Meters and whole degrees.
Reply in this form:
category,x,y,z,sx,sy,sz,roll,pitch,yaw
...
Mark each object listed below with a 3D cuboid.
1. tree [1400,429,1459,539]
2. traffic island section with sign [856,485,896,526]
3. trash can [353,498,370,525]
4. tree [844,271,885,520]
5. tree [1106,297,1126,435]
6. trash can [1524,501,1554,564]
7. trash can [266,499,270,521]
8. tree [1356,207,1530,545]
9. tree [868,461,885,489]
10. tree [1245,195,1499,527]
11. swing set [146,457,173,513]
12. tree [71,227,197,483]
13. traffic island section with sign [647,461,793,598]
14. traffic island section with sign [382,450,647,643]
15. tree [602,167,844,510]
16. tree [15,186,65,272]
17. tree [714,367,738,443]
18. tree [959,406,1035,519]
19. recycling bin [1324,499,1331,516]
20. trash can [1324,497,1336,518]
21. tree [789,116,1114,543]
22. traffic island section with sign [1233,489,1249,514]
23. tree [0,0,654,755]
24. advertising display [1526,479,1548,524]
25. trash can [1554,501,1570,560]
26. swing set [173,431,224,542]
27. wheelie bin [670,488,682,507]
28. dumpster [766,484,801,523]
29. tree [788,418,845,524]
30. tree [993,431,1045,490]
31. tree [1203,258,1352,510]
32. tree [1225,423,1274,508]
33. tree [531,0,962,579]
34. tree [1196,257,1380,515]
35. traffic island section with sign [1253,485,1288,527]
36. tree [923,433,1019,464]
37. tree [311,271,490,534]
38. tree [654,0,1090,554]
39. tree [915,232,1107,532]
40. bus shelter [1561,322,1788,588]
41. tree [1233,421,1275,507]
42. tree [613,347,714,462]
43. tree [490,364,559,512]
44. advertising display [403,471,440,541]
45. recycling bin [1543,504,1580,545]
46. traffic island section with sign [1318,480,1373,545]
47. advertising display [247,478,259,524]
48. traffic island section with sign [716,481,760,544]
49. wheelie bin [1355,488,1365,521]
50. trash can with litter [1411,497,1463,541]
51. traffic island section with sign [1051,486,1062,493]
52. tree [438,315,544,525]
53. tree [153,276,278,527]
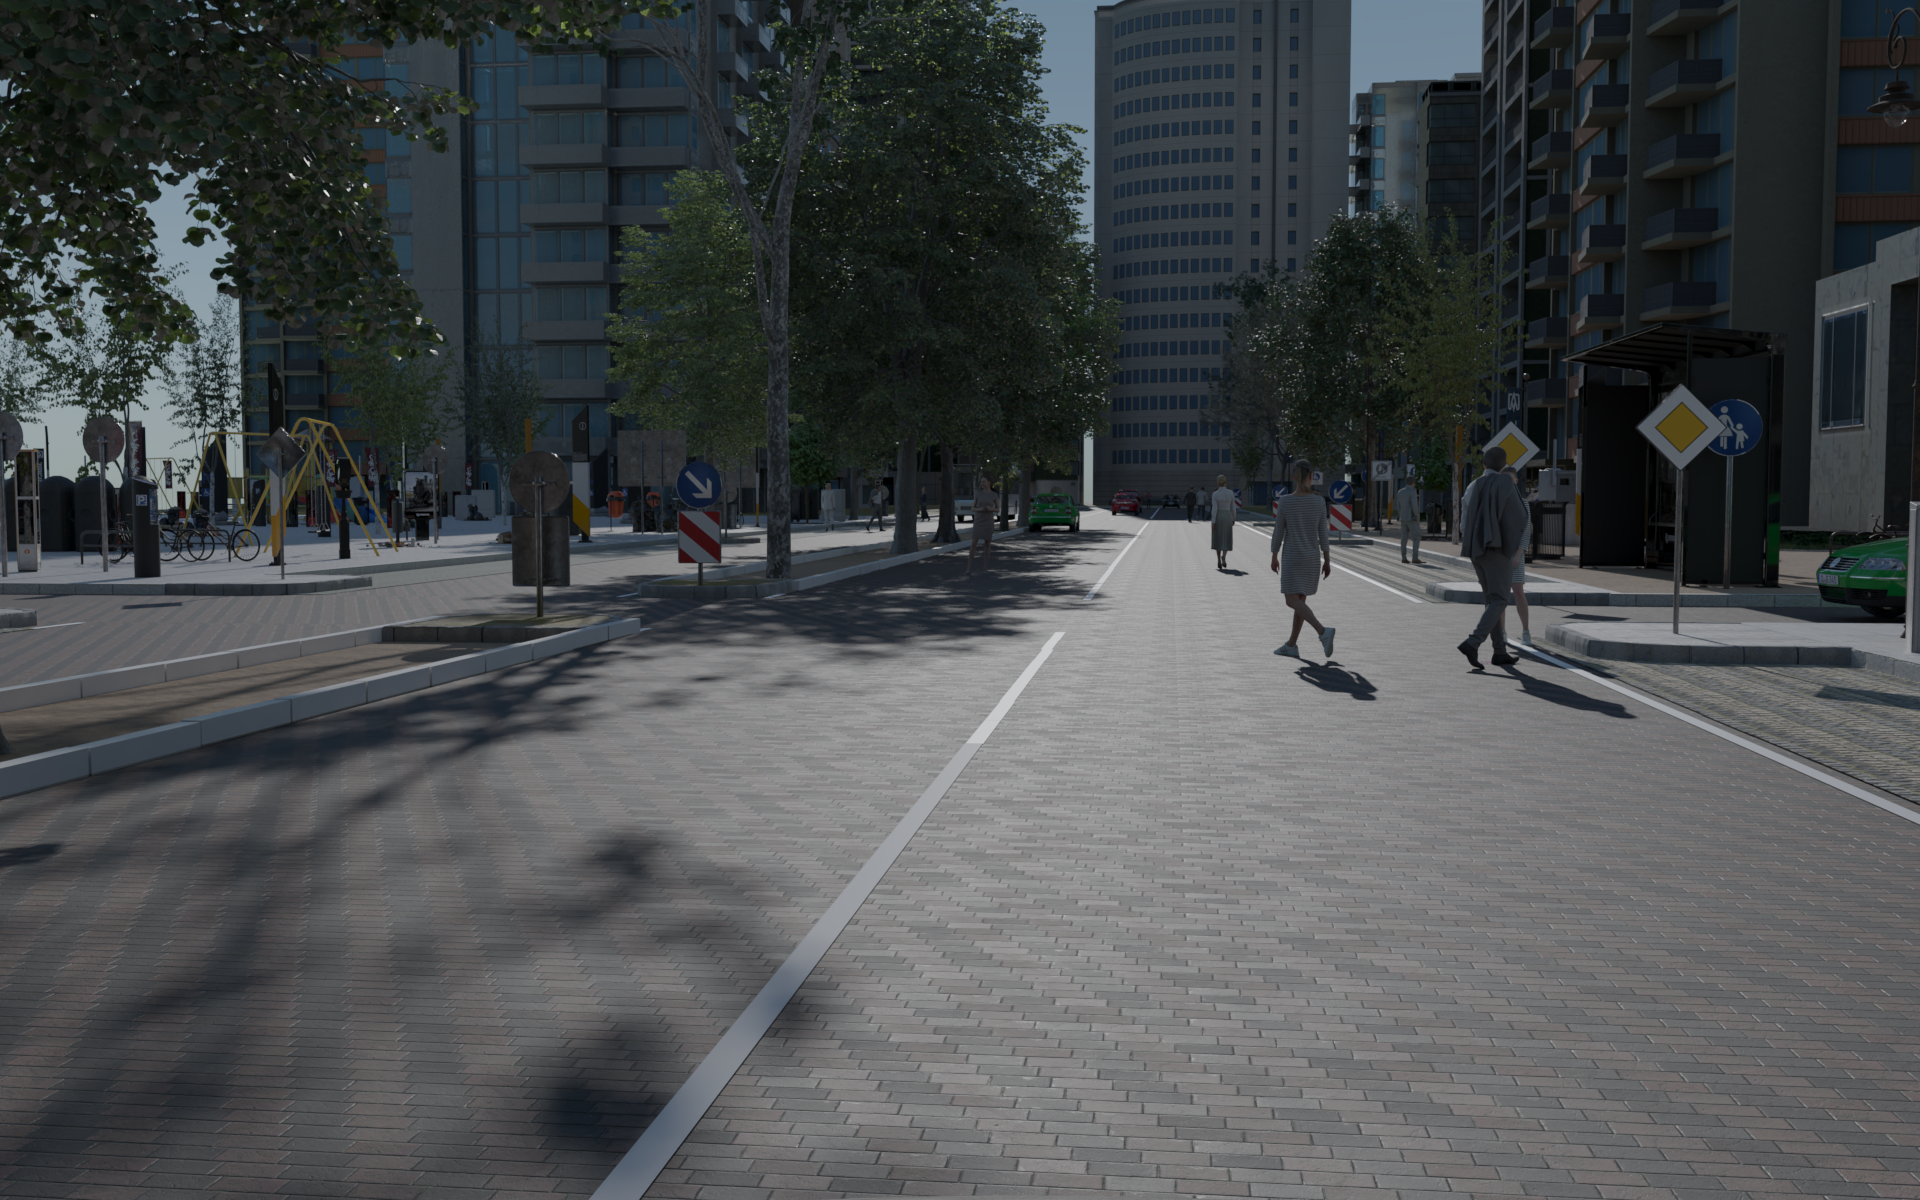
category,x,y,z,sx,sy,sz,roll,pitch,yaw
tree,13.887,-3.409,50.344,1.663,3.219,1.824,0,3,0
traffic island section with sign,-3.550,-4.240,77.948,1.989,1.847,2.006,0,4,7
trash can,-24.679,-3.656,71.437,0.748,1.137,0.748,0,3,0
tree,-5.309,-10.258,85.840,7.486,12.596,7.792,0,3,0
tree,2.810,-10.206,75.973,9.857,13.997,8.962,0,3,0
trash can,10.412,-1.255,32.174,0.748,1.137,0.748,0,3,0
trash can,-31.413,-4.133,79.228,0.748,1.137,0.748,0,3,0
tree,12.390,-5.703,43.602,4.737,8.622,4.395,0,3,0
tree,-4.281,-8.966,96.958,4.360,8.622,3.978,0,3,0
tree,15.942,-9.177,67.060,9.611,12.733,9.660,0,3,0
swing set,-34.462,-4.706,74.567,3.119,2.851,2.862,3,5,43
tree,-22.720,-5.876,46.441,4.737,8.622,4.395,0,3,0
traffic island section with sign,-3.569,-1.024,24.874,2.006,1.907,1.989,0,4,7
traffic island section with sign,-4.472,-0.574,17.522,2.006,1.907,1.989,0,4,7
tree,-8.889,-8.750,61.188,7.486,12.596,7.792,0,3,0
tree,-19.416,-5.048,32.904,4.360,8.622,3.978,0,3,0
tree,-13.964,-8.830,94.726,4.360,8.622,3.978,0,3,0
tree,0.565,-6.470,58.603,4.737,8.622,4.395,0,3,0
recycling bin,20.275,-5.138,96.556,0.722,1.027,0.722,0,4,1
trash can,19.935,-4.985,93.152,0.748,1.137,0.748,0,3,0
tree,-0.374,-8.032,50.781,9.611,12.733,9.660,0,3,0
traffic island section with sign,19.854,-7.117,124.998,1.989,1.847,2.006,0,4,7
tree,-5.546,-6.110,9.010,9.857,13.997,8.962,0,3,0
advertising display,24.576,-4.199,73.859,0.974,1.923,0.123,3,4,37
trash can,11.548,-1.363,33.945,0.748,1.137,0.748,0,3,0
swing set,-17.862,-2.872,44.582,2.862,2.851,3.119,2,4,30
wheelie bin,-14.839,-5.106,91.389,0.980,1.594,0.693,1,4,12
dumpster,-7.958,-4.426,78.121,1.264,1.857,1.865,0,4,7
tree,-6.607,-5.555,74.540,4.285,4.588,4.351,0,3,0
tree,3.161,-7.983,83.341,4.360,8.622,3.978,0,3,0
tree,25.453,-17.197,137.055,12.611,20.169,13.585,0,3,0
tree,26.723,-12.789,159.462,4.737,8.622,4.395,0,3,0
tree,-4.175,-10.482,29.731,12.611,20.169,13.585,0,3,0
tree,18.154,-10.912,88.774,12.009,13.543,11.850,0,3,0
traffic island section with sign,13.958,-4.146,76.420,1.989,1.847,2.006,0,4,7
tree,1.920,-14.218,142.839,12.009,13.543,11.850,0,3,0
tree,-18.316,-6.395,54.923,4.737,8.622,4.395,0,3,0
tree,-1.321,-8.065,40.970,9.857,13.997,8.962,0,3,0
tree,1.783,-8.417,65.836,9.928,11.665,9.643,0,3,0
bus shelter,10.821,-2.168,26.731,1.731,3.624,6.357,0,4,7
tree,28.266,-13.275,167.403,4.360,8.622,3.978,0,3,0
tree,-15.120,-8.211,84.612,4.360,8.622,3.978,0,3,0
tree,-24.785,-9.003,97.565,4.737,8.622,4.395,0,3,0
advertising display,-14.908,-2.614,47.960,0.974,1.923,0.123,-2,4,-34
recycling bin,15.201,-1.901,43.638,0.722,1.027,0.722,-2,4,-27
traffic island section with sign,10.676,-2.495,49.428,1.989,1.847,2.006,0,4,7
advertising display,-29.145,-4.050,71.437,0.123,1.923,0.974,0,4,0
traffic island section with sign,-6.894,-2.555,50.407,1.989,1.847,2.006,0,4,7
wheelie bin,19.088,-4.622,83.486,0.980,1.594,0.693,0,4,5
trash can with litter,13.281,-2.254,47.904,2.233,1.210,1.678,-2,4,-24
traffic island section with sign,5.480,-5.586,99.468,2.006,1.907,1.989,0,4,7
tree,-18.722,-7.335,70.294,4.360,8.622,3.978,0,3,0
tree,-25.524,-6.648,59.061,4.360,8.622,3.978,0,3,0
